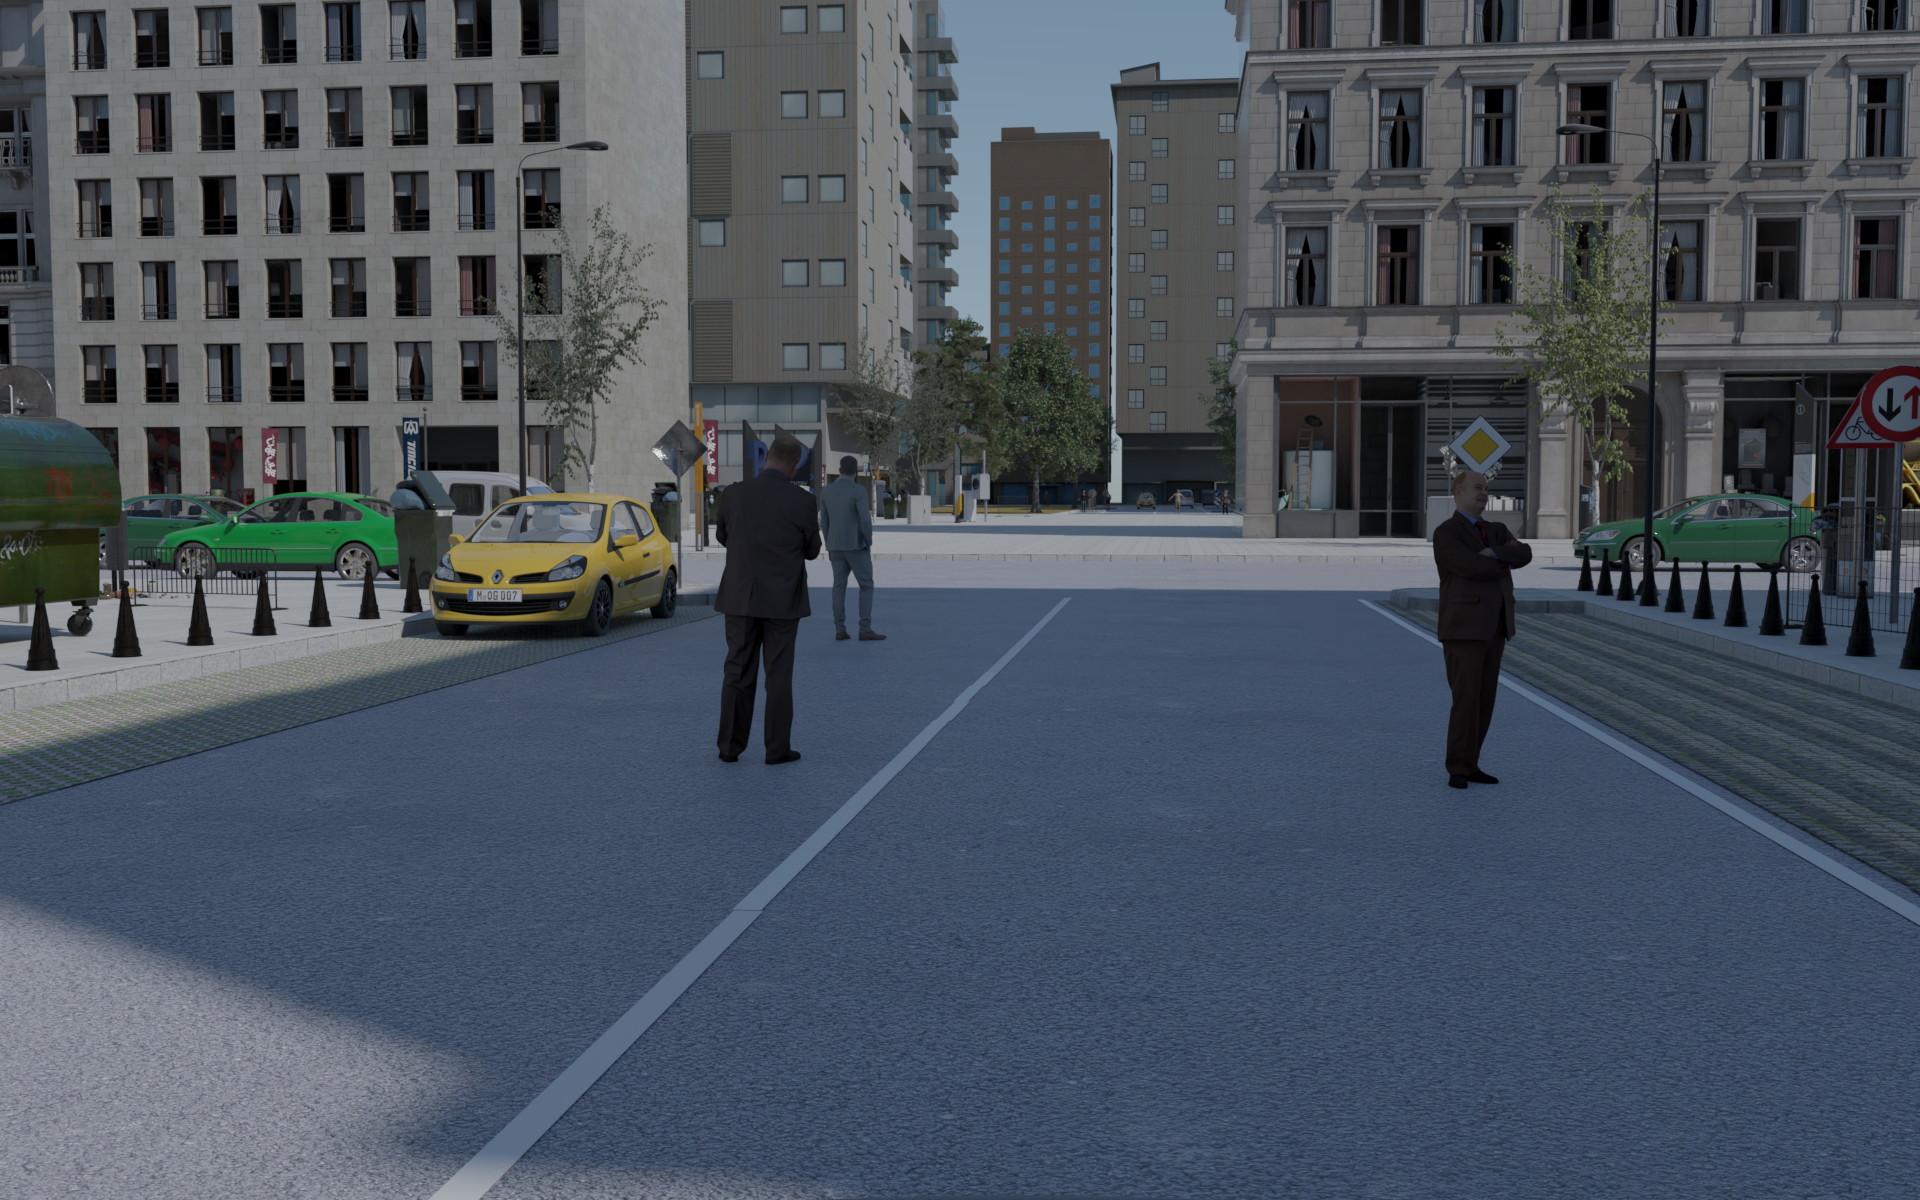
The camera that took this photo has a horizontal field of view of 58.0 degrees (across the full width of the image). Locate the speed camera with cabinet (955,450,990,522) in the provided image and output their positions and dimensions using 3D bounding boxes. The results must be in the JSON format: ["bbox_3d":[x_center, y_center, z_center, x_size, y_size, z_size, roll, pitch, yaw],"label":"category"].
[{"bbox_3d":[0.545,-5.176,78.960,0.660,3.252,2.038,-2,4,-34],"label":"speed camera with cabinet"}]

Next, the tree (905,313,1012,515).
[{"bbox_3d":[-0.242,-11.129,104.021,6.751,12.117,7.091,0,3,0],"label":"tree"}]

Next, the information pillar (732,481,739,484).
[{"bbox_3d":[-12.456,-5.607,96.161,0.304,2.012,0.304,0,4,5],"label":"information pillar"}]

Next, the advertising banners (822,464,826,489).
[{"bbox_3d":[-8.903,-6.476,102.076,2.074,3.025,0.090,0,4,2],"label":"advertising banners"}]

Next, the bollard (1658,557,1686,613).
[{"bbox_3d":[7.775,-0.170,18.819,0.229,0.601,0.229,0,3,0],"label":"bollard"}]

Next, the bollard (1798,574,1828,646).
[{"bbox_3d":[7.269,0.080,14.737,0.229,0.601,0.229,0,3,0],"label":"bollard"}]

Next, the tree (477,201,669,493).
[{"bbox_3d":[-9.440,-5.664,42.970,4.360,8.622,3.978,0,3,0],"label":"tree"}]

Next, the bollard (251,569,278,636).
[{"bbox_3d":[-6.321,0.020,15.718,0.229,0.601,0.229,0,3,0],"label":"bollard"}]

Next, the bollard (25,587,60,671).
[{"bbox_3d":[-6.703,0.208,12.633,0.229,0.601,0.229,0,3,0],"label":"bollard"}]

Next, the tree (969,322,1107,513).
[{"bbox_3d":[5.134,-12.140,115.489,9.611,12.733,9.660,0,3,0],"label":"tree"}]

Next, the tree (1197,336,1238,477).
[{"bbox_3d":[21.255,-12.886,117.341,9.857,13.997,8.962,0,3,0],"label":"tree"}]

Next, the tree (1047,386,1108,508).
[{"bbox_3d":[10.354,-14.251,155.060,6.751,12.117,7.091,0,3,0],"label":"tree"}]

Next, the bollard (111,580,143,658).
[{"bbox_3d":[-6.576,0.146,13.652,0.229,0.601,0.229,0,3,0],"label":"bollard"}]

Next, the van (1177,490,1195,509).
[{"bbox_3d":[22.058,-9.953,169.741,2.013,2.044,4.112,0,4,7],"label":"van"}]

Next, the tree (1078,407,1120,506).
[{"bbox_3d":[12.982,-15.671,181.977,9.928,11.665,9.643,0,3,0],"label":"tree"}]

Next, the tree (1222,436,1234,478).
[{"bbox_3d":[27.501,-13.276,167.417,4.360,8.622,3.978,0,3,0],"label":"tree"}]

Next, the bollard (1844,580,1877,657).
[{"bbox_3d":[7.143,0.142,13.718,0.229,0.601,0.229,0,3,0],"label":"bollard"}]

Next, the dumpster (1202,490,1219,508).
[{"bbox_3d":[25.982,-10.478,179.533,1.865,1.857,1.264,0,4,8],"label":"dumpster"}]

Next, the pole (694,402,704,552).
[{"bbox_3d":[-5.816,-2.737,38.586,0.158,3.312,0.155,0,3,0],"label":"pole"}]

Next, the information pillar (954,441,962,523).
[{"bbox_3d":[-0.075,-5.201,76.392,0.183,3.616,0.504,-2,4,-27],"label":"information pillar"}]

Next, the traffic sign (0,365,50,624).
[{"bbox_3d":[-9.290,-1.040,17.106,0.768,2.556,0.104,1,4,9],"label":"traffic sign"}]

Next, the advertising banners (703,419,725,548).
[{"bbox_3d":[-5.445,-2.766,41.404,0.090,3.025,2.074,2,4,33],"label":"advertising banners"}]

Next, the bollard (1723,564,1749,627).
[{"bbox_3d":[7.523,-0.045,16.777,0.229,0.601,0.229,0,3,0],"label":"bollard"}]

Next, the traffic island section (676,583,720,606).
[{"bbox_3d":[-3.818,-0.073,23.476,2.009,0.180,2.903,0,4,7],"label":"traffic island section"}]

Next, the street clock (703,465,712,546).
[{"bbox_3d":[-6.267,-2.320,42.510,0.358,2.002,0.471,0,4,2],"label":"street clock"}]

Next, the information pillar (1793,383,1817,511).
[{"bbox_3d":[17.756,-2.758,36.453,0.183,3.616,0.504,-1,4,-22],"label":"information pillar"}]

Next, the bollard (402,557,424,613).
[{"bbox_3d":[-5.938,-0.168,18.785,0.229,0.601,0.229,0,3,0],"label":"bollard"}]

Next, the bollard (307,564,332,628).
[{"bbox_3d":[-6.194,-0.043,16.740,0.229,0.601,0.229,0,3,0],"label":"bollard"}]

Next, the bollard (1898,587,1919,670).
[{"bbox_3d":[7.020,0.204,12.698,0.229,0.601,0.229,0,3,0],"label":"bollard"}]

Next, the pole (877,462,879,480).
[{"bbox_3d":[-5.276,-7.191,111.415,0.158,3.312,0.155,0,3,0],"label":"pole"}]

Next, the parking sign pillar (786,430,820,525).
[{"bbox_3d":[-6.406,-4.765,66.379,1.447,3.967,1.447,-2,4,-25],"label":"parking sign pillar"}]

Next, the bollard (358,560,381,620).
[{"bbox_3d":[-6.064,-0.105,17.766,0.229,0.601,0.229,0,3,0],"label":"bollard"}]

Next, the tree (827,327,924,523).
[{"bbox_3d":[-3.751,-7.678,75.905,4.360,8.622,3.978,0,3,0],"label":"tree"}]

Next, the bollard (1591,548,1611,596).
[{"bbox_3d":[8.155,-0.358,21.887,0.229,0.601,0.229,0,3,0],"label":"bollard"}]

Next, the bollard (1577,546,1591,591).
[{"bbox_3d":[8.283,-0.420,22.910,0.229,0.601,0.229,0,3,0],"label":"bollard"}]

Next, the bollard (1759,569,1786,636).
[{"bbox_3d":[7.397,0.017,15.756,0.229,0.601,0.229,0,3,0],"label":"bollard"}]

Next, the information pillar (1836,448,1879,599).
[{"bbox_3d":[11.013,-1.025,21.248,0.304,2.012,0.304,-1,4,-14],"label":"information pillar"}]

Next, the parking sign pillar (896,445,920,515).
[{"bbox_3d":[-2.851,-6.501,94.756,1.447,3.967,1.447,1,4,13],"label":"parking sign pillar"}]

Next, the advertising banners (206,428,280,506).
[{"bbox_3d":[-18.741,-3.008,45.369,0.090,3.025,2.074,3,4,39],"label":"advertising banners"}]

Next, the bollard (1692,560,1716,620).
[{"bbox_3d":[7.651,-0.108,17.800,0.229,0.601,0.229,0,3,0],"label":"bollard"}]

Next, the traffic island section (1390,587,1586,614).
[{"bbox_3d":[6.643,0.006,22.182,2.009,0.180,2.903,0,4,7],"label":"traffic island section"}]

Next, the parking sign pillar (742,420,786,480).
[{"bbox_3d":[-7.445,-4.574,63.263,1.447,3.967,1.447,1,4,21],"label":"parking sign pillar"}]

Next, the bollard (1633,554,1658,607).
[{"bbox_3d":[7.899,-0.232,19.838,0.229,0.601,0.229,0,3,0],"label":"bollard"}]

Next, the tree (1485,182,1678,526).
[{"bbox_3d":[14.593,-5.485,40.047,4.737,8.622,4.395,0,3,0],"label":"tree"}]

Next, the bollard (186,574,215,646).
[{"bbox_3d":[-6.451,0.083,14.689,0.229,0.601,0.229,0,3,0],"label":"bollard"}]

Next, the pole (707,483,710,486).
[{"bbox_3d":[-14.961,-6.687,103.180,0.158,3.312,0.155,0,3,0],"label":"pole"}]

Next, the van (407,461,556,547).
[{"bbox_3d":[-8.019,-1.490,31.375,4.112,2.044,2.013,1,4,9],"label":"van"}]

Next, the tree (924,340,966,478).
[{"bbox_3d":[-1.779,-8.150,83.610,4.360,8.622,3.978,0,3,0],"label":"tree"}]

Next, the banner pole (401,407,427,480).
[{"bbox_3d":[-15.582,-3.655,49.771,0.863,3.779,0.401,-1,4,-22],"label":"banner pole"}]

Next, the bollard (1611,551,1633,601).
[{"bbox_3d":[8.025,-0.295,20.861,0.229,0.601,0.229,0,3,0],"label":"bollard"}]

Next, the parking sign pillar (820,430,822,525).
[{"bbox_3d":[-6.143,-5.158,72.802,1.447,3.967,1.447,1,4,9],"label":"parking sign pillar"}]
